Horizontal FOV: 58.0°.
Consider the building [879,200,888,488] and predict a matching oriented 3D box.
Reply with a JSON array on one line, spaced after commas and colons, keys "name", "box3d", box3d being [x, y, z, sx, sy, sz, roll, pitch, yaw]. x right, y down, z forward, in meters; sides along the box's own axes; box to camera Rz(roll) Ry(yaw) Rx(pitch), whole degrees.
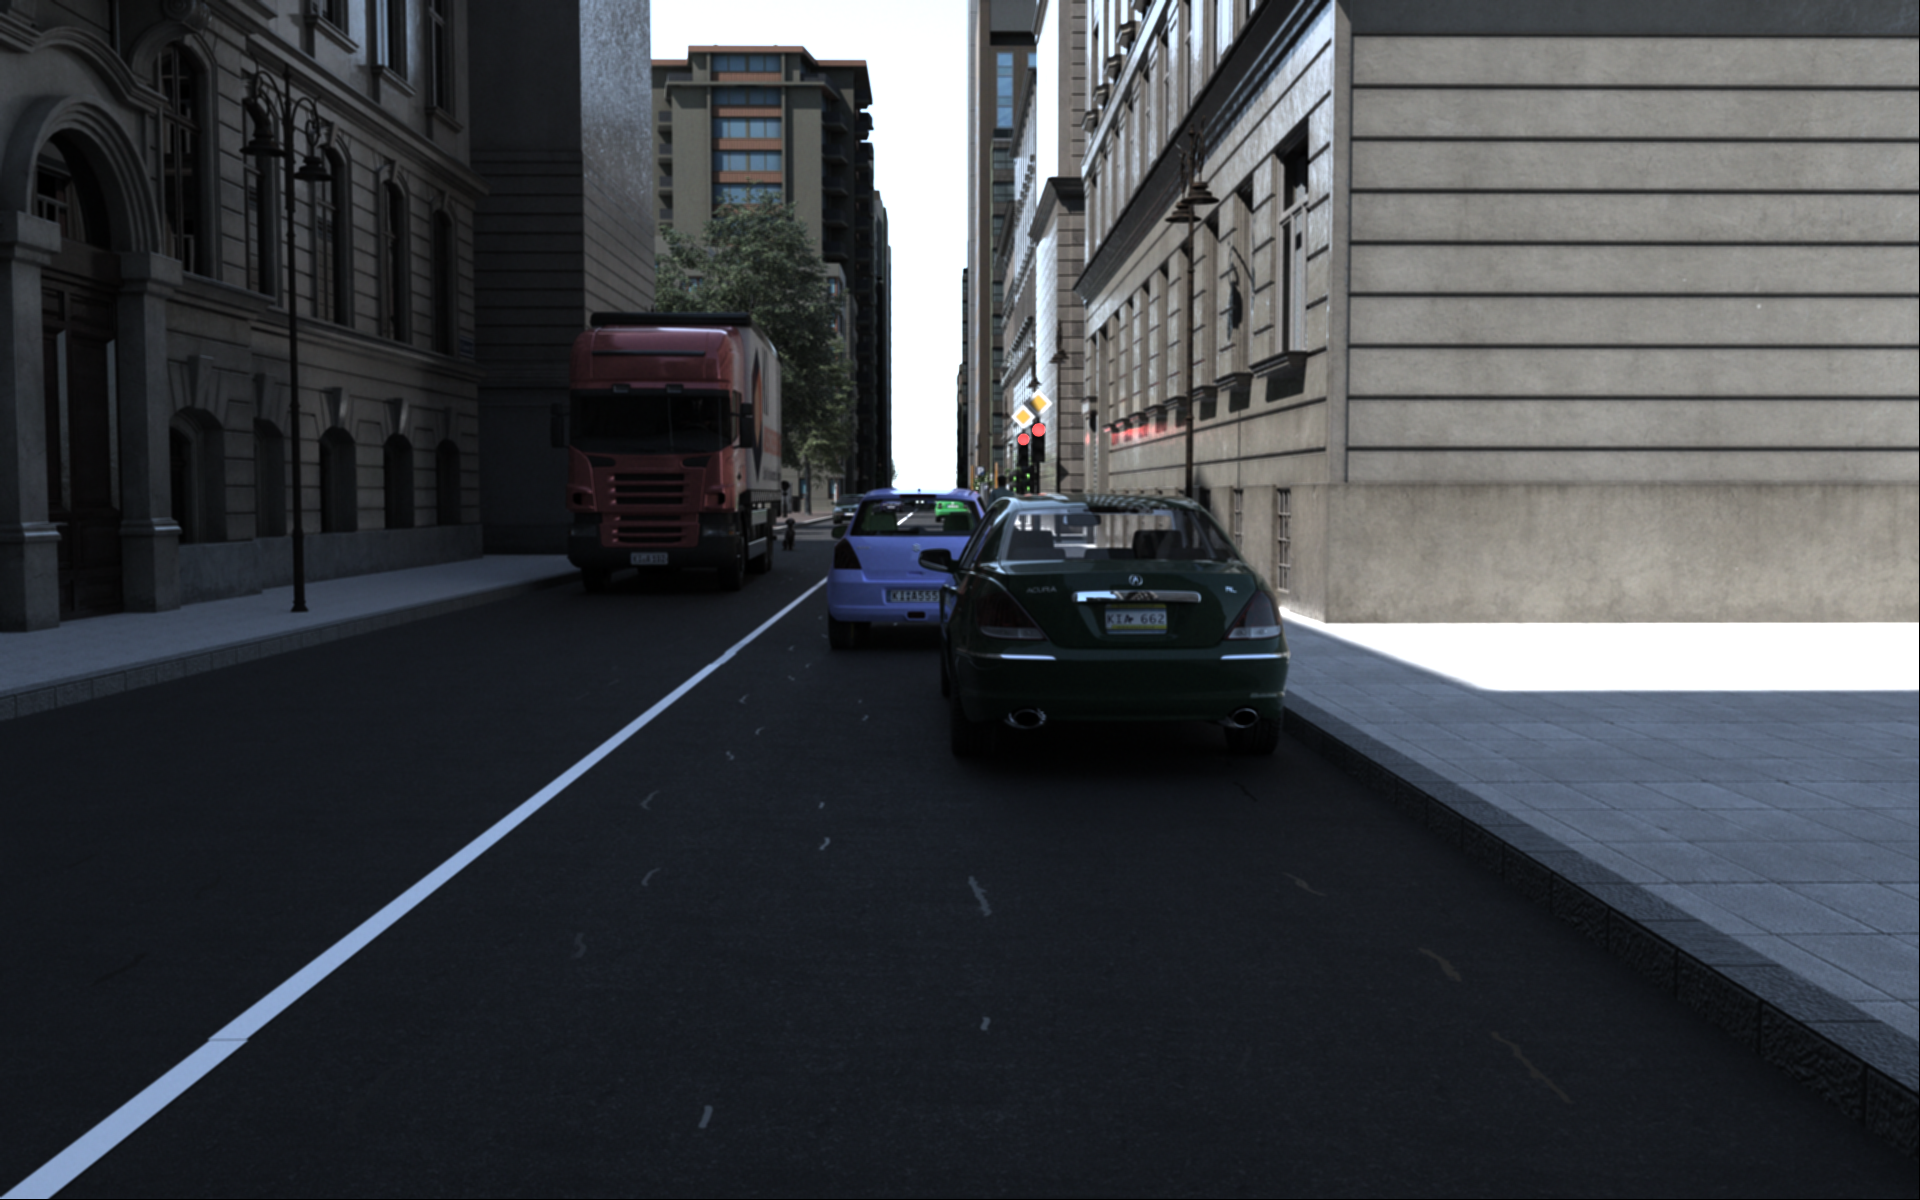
[{"name": "building", "box3d": [-17.473, -33.660, 233.940, 14.154, 41.232, 14.086, 0, 4, -1]}]

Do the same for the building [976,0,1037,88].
[{"name": "building", "box3d": [8.438, -30.824, 154.088, 14.600, 45.320, 14.200, 0, 4, -1]}]

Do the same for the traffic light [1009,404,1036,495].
[{"name": "traffic light", "box3d": [1.956, -3.993, 54.200, 0.839, 4.253, 0.868, 0, 4, -1]}]

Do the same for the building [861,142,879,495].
[{"name": "building", "box3d": [-16.859, -31.299, 195.335, 14.154, 41.232, 14.086, 0, 4, -1]}]

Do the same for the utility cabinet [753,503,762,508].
[{"name": "utility cabinet", "box3d": [-8.316, -3.612, 67.728, 1.173, 1.500, 0.318, -1, 4, -9]}]

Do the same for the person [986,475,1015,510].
[{"name": "person", "box3d": [0.853, -1.670, 35.821, 0.660, 1.820, 0.620, -1, 4, -22]}]

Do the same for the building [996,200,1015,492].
[{"name": "building", "box3d": [7.621, -14.310, 98.588, 10.561, 19.102, 19.286, 0, 4, -1]}]

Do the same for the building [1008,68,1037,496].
[{"name": "building", "box3d": [7.484, -14.106, 79.786, 9.793, 20.994, 18.267, 0, 4, -1]}]

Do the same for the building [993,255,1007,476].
[{"name": "building", "box3d": [8.413, -17.279, 118.675, 11.583, 22.565, 21.152, 0, 4, -1]}]

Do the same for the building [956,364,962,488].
[{"name": "building", "box3d": [13.472, -24.403, 244.021, 27.650, 21.520, 28.899, 0, 4, -1]}]

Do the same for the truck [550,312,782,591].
[{"name": "truck", "box3d": [-4.548, -2.454, 29.041, 2.839, 4.237, 11.283, 0, 4, -2]}]

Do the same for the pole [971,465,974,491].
[{"name": "pole", "box3d": [0.874, -7.920, 123.338, 0.158, 3.312, 0.155, 0, 3, 0]}]

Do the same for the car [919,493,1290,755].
[{"name": "car", "box3d": [0.807, 0.051, 10.964, 2.131, 1.459, 4.920, 0, 4, -2]}]

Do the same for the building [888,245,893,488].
[{"name": "building", "box3d": [-18.041, -36.277, 276.717, 14.154, 41.232, 14.086, 0, 4, -1]}]

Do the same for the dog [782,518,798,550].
[{"name": "dog", "box3d": [-4.302, -1.688, 44.435, 0.513, 0.831, 0.800, 2, 4, 24]}]

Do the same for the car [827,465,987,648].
[{"name": "car", "box3d": [-0.358, -0.477, 17.387, 1.945, 1.707, 3.694, 0, 4, 1]}]

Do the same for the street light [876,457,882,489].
[{"name": "street light", "box3d": [-9.832, -14.752, 213.987, 0.468, 5.910, 1.993, 0, 4, -1]}]

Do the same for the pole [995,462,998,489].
[{"name": "pole", "box3d": [2.349, -7.207, 111.673, 0.158, 3.312, 0.155, 0, 3, 0]}]

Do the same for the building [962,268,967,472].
[{"name": "building", "box3d": [7.200, -27.518, 221.619, 14.160, 30.474, 14.107, 0, 4, -1]}]

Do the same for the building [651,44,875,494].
[{"name": "building", "box3d": [-19.815, -31.665, 172.349, 22.147, 44.769, 28.867, 0, 4, -1]}]

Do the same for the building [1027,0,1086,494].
[{"name": "building", "box3d": [15.043, -16.062, 59.877, 25.104, 27.353, 12.463, 0, 4, -1]}]

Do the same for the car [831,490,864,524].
[{"name": "car", "box3d": [-5.186, -4.522, 83.717, 2.009, 1.686, 4.222, 0, 4, 0]}]

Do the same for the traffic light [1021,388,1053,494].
[{"name": "traffic light", "box3d": [2.062, -3.504, 46.215, 0.839, 4.253, 0.868, 0, 4, -1]}]

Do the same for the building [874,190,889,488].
[{"name": "building", "box3d": [-17.826, -37.431, 262.103, 14.600, 45.320, 14.200, 0, 4, -1]}]

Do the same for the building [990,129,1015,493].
[{"name": "building", "box3d": [9.415, -22.533, 140.108, 14.160, 30.474, 14.107, 0, 4, -1]}]

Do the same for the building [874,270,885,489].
[{"name": "building", "box3d": [-16.816, -27.401, 219.701, 14.160, 30.474, 14.107, 0, 4, -1]}]

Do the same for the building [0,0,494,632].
[{"name": "building", "box3d": [-14.455, -12.096, 16.862, 14.460, 24.649, 34.723, 0, 4, -1]}]

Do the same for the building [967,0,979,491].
[{"name": "building", "box3d": [11.195, -38.788, 176.190, 21.231, 58.520, 28.212, 0, 4, -1]}]

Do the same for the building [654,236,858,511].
[{"name": "building", "box3d": [-23.001, -18.292, 144.107, 27.650, 21.520, 28.899, 0, 4, -1]}]

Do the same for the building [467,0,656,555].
[{"name": "building", "box3d": [-16.785, -11.705, 40.529, 18.267, 20.994, 9.793, 0, 4, -1]}]

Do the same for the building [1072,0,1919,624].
[{"name": "building", "box3d": [10.675, -12.075, 30.714, 16.112, 22.955, 30.059, 0, 4, -1]}]
